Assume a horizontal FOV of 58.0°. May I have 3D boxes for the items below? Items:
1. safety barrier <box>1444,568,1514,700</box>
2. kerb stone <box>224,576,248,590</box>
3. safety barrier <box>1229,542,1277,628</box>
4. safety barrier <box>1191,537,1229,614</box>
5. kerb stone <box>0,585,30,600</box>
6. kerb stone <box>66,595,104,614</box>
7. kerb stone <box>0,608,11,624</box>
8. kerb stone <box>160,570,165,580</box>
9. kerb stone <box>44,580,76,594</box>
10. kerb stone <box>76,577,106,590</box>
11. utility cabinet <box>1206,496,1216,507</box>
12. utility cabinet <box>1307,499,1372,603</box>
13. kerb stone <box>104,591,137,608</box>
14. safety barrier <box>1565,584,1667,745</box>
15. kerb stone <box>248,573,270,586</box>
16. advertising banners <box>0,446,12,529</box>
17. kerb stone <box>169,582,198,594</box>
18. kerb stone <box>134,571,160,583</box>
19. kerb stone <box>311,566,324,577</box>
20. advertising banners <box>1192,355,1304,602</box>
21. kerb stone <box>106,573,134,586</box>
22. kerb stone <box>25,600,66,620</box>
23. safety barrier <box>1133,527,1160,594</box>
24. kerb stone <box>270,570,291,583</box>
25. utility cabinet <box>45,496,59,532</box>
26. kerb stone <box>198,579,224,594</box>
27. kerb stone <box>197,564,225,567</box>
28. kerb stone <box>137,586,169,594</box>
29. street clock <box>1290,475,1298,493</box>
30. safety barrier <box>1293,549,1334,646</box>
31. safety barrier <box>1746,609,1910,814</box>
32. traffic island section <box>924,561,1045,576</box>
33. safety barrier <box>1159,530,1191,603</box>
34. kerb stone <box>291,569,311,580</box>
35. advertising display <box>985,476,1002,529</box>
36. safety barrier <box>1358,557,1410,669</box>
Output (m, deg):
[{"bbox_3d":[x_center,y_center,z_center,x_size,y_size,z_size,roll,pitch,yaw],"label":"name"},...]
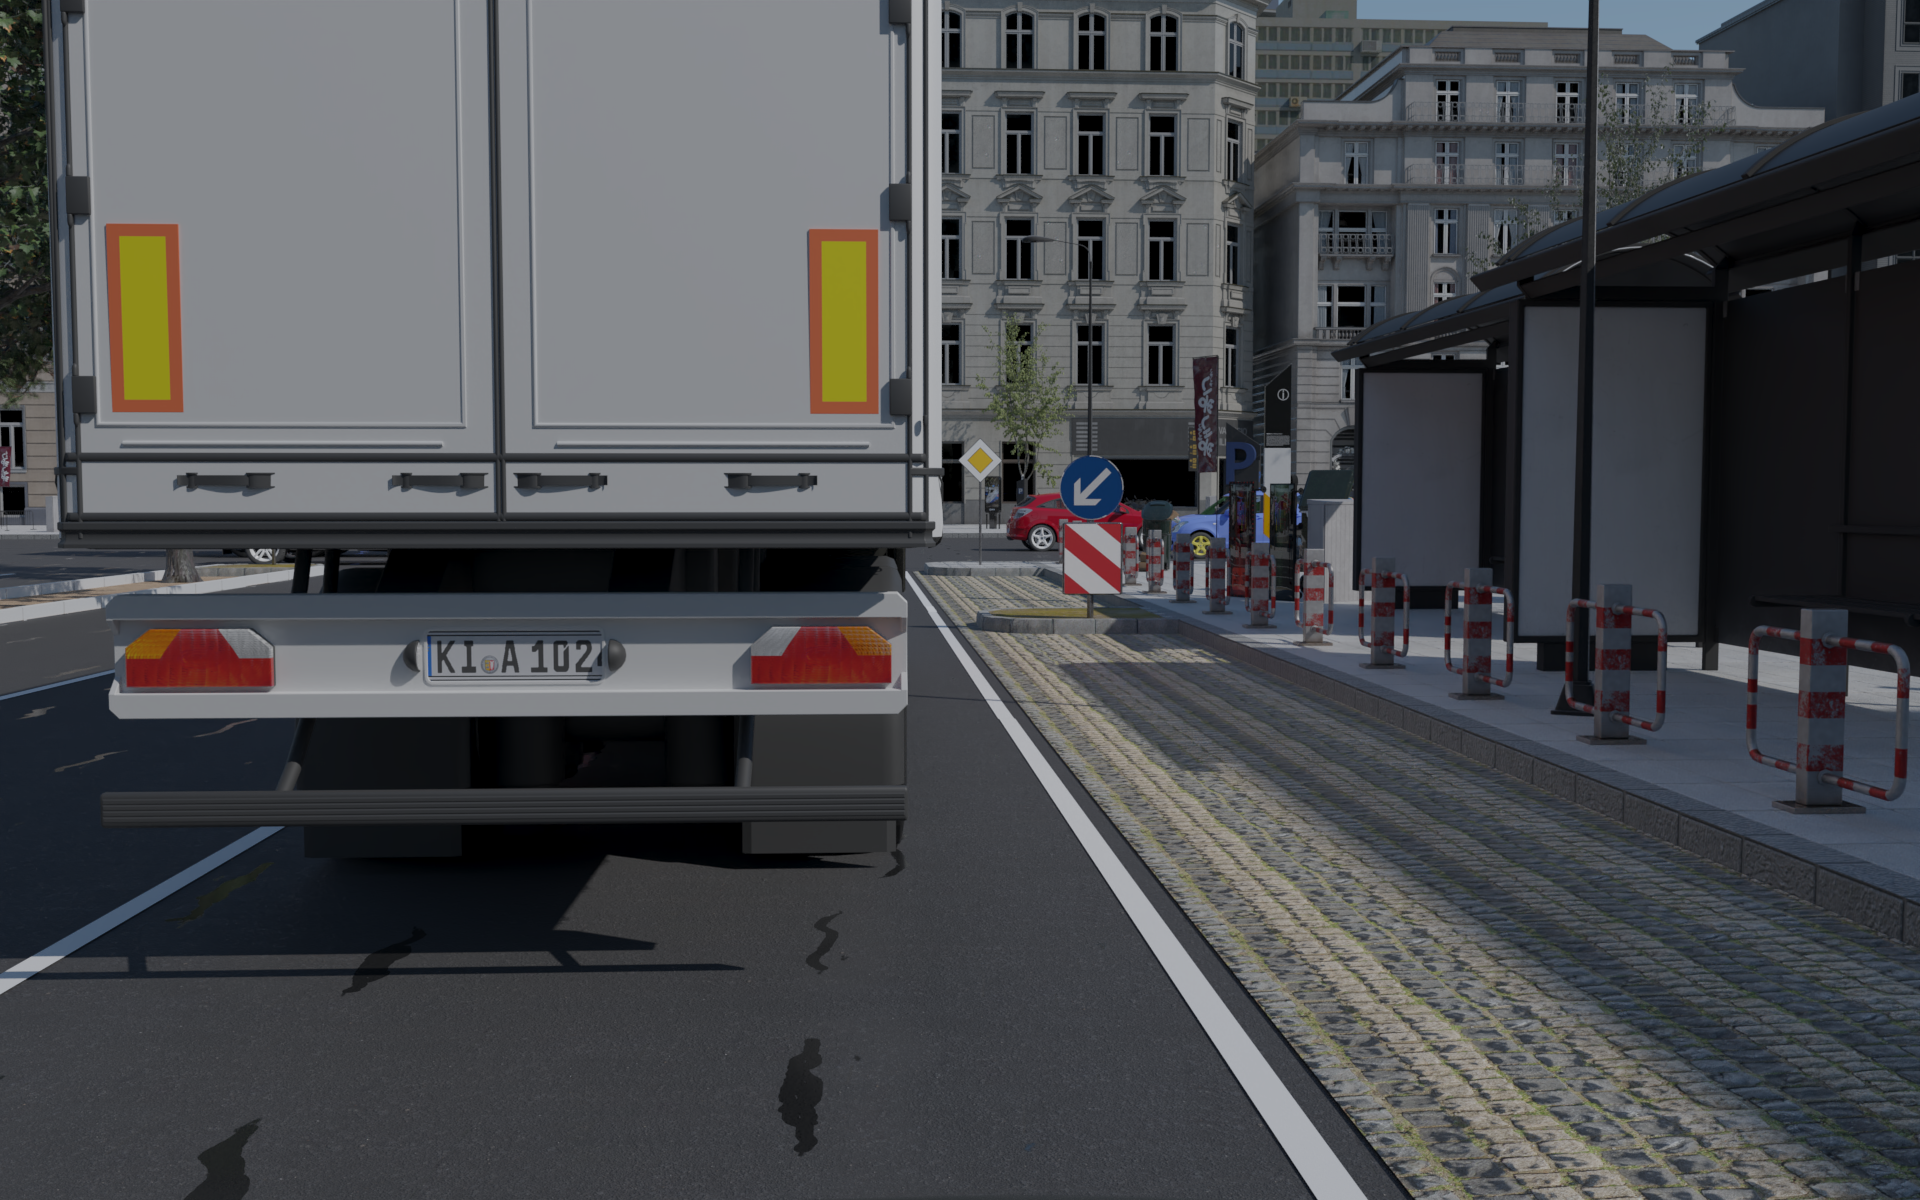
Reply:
[{"bbox_3d":[3.241,0.210,10.846,0.300,0.817,1.120,0,4,-4],"label":"safety barrier"},{"bbox_3d":[-11.072,-0.248,26.273,0.120,0.150,1.000,0,4,-4],"label":"kerb stone"},{"bbox_3d":[2.874,-0.142,16.597,0.300,0.817,1.120,0,4,-4],"label":"safety barrier"},{"bbox_3d":[2.754,-0.259,18.510,0.300,0.817,1.120,0,4,-4],"label":"safety barrier"},{"bbox_3d":[-13.042,-0.112,24.025,0.120,0.150,1.000,0,4,-4],"label":"kerb stone"},{"bbox_3d":[-10.750,0.066,21.111,0.120,0.150,1.000,0,4,-4],"label":"kerb stone"},{"bbox_3d":[-10.617,0.195,19.058,0.120,0.150,1.000,0,4,-4],"label":"kerb stone"},{"bbox_3d":[-13.366,-0.426,29.160,0.120,0.150,1.000,0,4,-4],"label":"kerb stone"},{"bbox_3d":[-13.110,-0.174,25.049,0.120,0.150,1.000,0,4,-4],"label":"kerb stone"},{"bbox_3d":[-13.168,-0.236,26.076,0.120,0.150,1.000,0,4,-4],"label":"kerb stone"},{"bbox_3d":[9.197,-3.198,63.454,0.306,1.237,1.020,0,3,0],"label":"utility cabinet"},{"bbox_3d":[4.611,-0.586,20.748,1.020,1.237,0.306,-3,4,-36],"label":"utility cabinet"},{"bbox_3d":[-10.816,0.004,22.138,0.120,0.150,1.000,0,4,-4],"label":"kerb stone"},{"bbox_3d":[3.362,0.328,8.918,0.300,0.817,1.120,0,4,-4],"label":"safety barrier"},{"bbox_3d":[-11.148,-0.312,27.303,0.120,0.150,1.000,0,4,-4],"label":"kerb stone"},{"bbox_3d":[-35.660,-4.116,63.482,2.074,3.025,0.090,0,4,8],"label":"advertising banners"},{"bbox_3d":[-10.944,-0.123,24.214,0.120,0.150,1.000,0,4,-4],"label":"kerb stone"},{"bbox_3d":[-13.296,-0.363,28.134,0.120,0.150,1.000,0,4,-4],"label":"kerb stone"},{"bbox_3d":[-11.337,-0.501,30.386,0.120,0.150,1.000,0,4,-4],"label":"kerb stone"},{"bbox_3d":[3.509,-1.541,21.381,0.090,3.025,2.074,-2,4,-31],"label":"advertising banners"},{"bbox_3d":[-13.234,-0.297,27.111,0.120,0.150,1.000,0,4,-4],"label":"kerb stone"},{"bbox_3d":[-10.683,0.129,20.081,0.120,0.150,1.000,0,4,-4],"label":"kerb stone"},{"bbox_3d":[2.513,-0.494,22.348,0.300,0.817,1.120,0,4,-4],"label":"safety barrier"},{"bbox_3d":[-11.211,-0.374,28.334,0.120,0.150,1.000,0,4,-4],"label":"kerb stone"},{"bbox_3d":[-30.459,-2.901,58.592,0.306,1.237,1.020,1,4,11],"label":"utility cabinet"},{"bbox_3d":[-11.007,-0.187,25.247,0.120,0.150,1.000,0,4,-4],"label":"kerb stone"},{"bbox_3d":[-13.496,-0.549,31.216,0.120,0.150,1.000,0,4,-4],"label":"kerb stone"},{"bbox_3d":[-10.881,-0.060,23.183,0.120,0.150,1.000,0,4,-4],"label":"kerb stone"},{"bbox_3d":[12.800,-3.792,66.573,0.358,2.002,0.471,-1,4,-10],"label":"street clock"},{"bbox_3d":[2.996,-0.025,14.679,0.300,0.817,1.120,0,4,-4],"label":"safety barrier"},{"bbox_3d":[3.483,0.445,7.002,0.300,0.817,1.120,0,4,-4],"label":"safety barrier"},{"bbox_3d":[0.386,-0.555,31.353,2.009,0.180,2.903,0,4,-4],"label":"traffic island section"},{"bbox_3d":[2.631,-0.376,20.431,0.300,0.817,1.120,0,4,-4],"label":"safety barrier"},{"bbox_3d":[-11.272,-0.438,29.363,0.120,0.150,1.000,0,4,-4],"label":"kerb stone"},{"bbox_3d":[1.219,-3.586,63.847,0.123,1.923,0.974,-2,4,-32],"label":"advertising display"},{"bbox_3d":[3.116,0.093,12.759,0.300,0.817,1.120,0,4,-4],"label":"safety barrier"}]
